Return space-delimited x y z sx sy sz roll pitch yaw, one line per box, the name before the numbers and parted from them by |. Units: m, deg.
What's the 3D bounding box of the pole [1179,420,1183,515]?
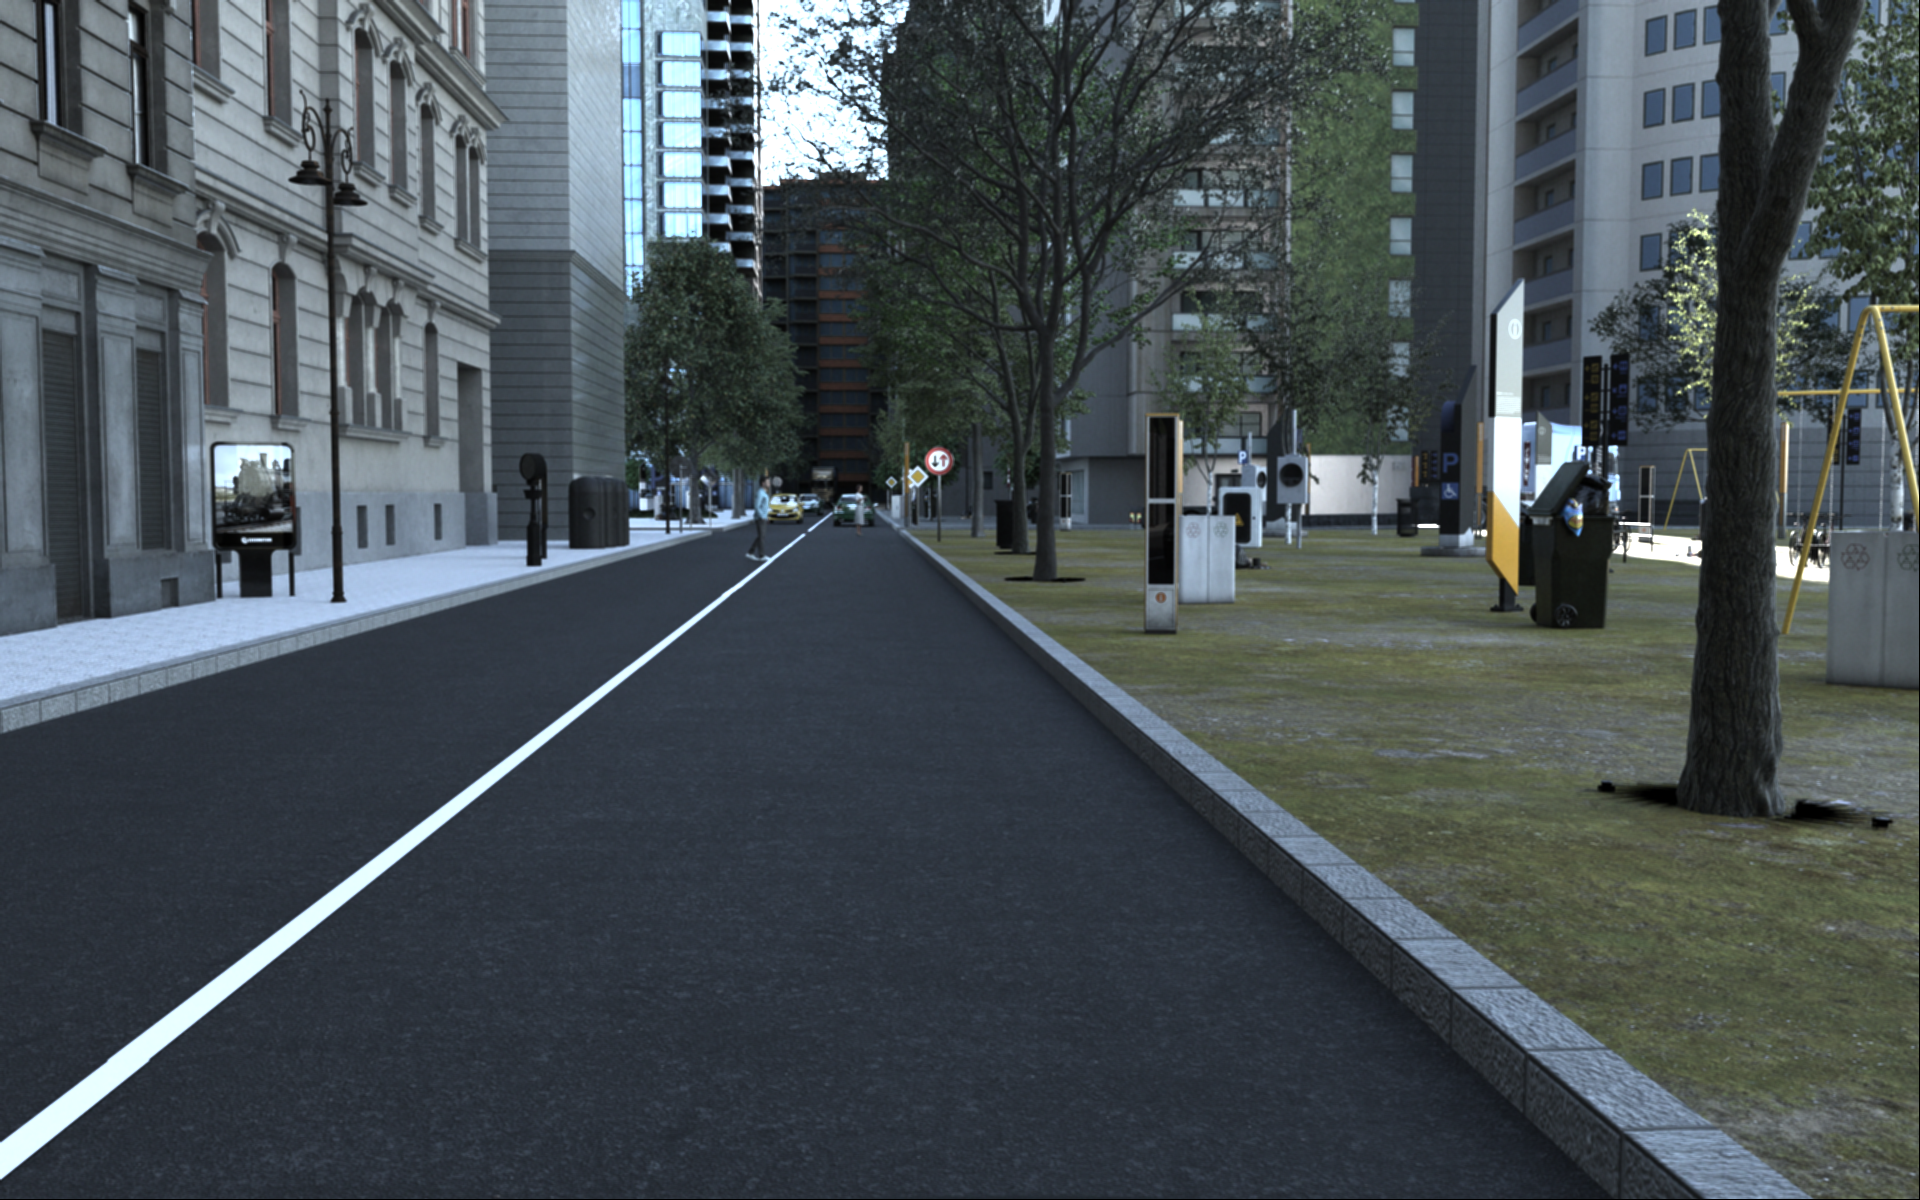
pole | 6.070 -3.314 48.021 0.158 3.312 0.155 0 3 0

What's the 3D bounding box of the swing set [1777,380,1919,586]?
swing set | 13.569 -1.732 25.940 3.119 2.851 2.862 2 4 25

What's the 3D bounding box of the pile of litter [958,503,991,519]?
pile of litter | 0.778 -4.672 90.360 1.719 0.858 1.176 0 4 5

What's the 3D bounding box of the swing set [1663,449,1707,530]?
swing set | 26.421 -3.819 60.069 3.119 2.851 2.862 -1 4 -8

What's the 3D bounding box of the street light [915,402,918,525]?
street light | -1.797 -6.025 71.302 0.468 5.910 1.993 0 4 -3

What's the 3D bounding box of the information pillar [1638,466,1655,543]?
information pillar | 18.041 -2.510 45.523 0.304 2.012 0.304 3 4 38

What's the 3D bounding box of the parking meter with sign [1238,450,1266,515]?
parking meter with sign | 12.018 -4.496 69.767 1.738 3.016 0.543 -2 4 -34

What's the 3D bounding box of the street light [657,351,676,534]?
street light | -9.468 -5.088 55.973 0.468 5.910 1.993 0 4 -3

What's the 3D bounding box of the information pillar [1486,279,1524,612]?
information pillar | 5.925 -1.679 18.813 0.504 3.616 0.183 -3 4 -36

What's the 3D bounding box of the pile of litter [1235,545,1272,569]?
pile of litter | 4.632 -0.998 30.276 1.176 0.858 1.719 -2 4 -34

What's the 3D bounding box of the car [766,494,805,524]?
car | -8.538 -4.532 84.325 2.015 1.641 3.980 0 4 -3

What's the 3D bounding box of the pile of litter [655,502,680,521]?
pile of litter | -14.358 -4.305 84.347 1.719 0.858 1.176 1 4 12

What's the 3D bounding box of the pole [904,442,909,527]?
pole | -2.086 -4.537 68.028 0.158 3.312 0.155 0 3 0

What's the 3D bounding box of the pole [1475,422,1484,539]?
pole | 14.773 -3.390 49.276 0.158 3.312 0.155 0 3 0

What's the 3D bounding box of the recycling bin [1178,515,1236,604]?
recycling bin | 2.800 -0.488 20.526 0.722 1.027 0.722 -1 4 -14

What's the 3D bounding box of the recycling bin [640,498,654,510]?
recycling bin | -18.977 -5.673 105.314 0.722 1.027 0.722 3 5 42

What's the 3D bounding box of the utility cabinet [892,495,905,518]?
utility cabinet | -3.302 -4.957 92.213 0.306 1.237 1.020 -2 4 -28

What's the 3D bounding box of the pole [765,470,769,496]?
pole | -12.680 -7.336 113.783 0.158 3.312 0.155 0 3 0

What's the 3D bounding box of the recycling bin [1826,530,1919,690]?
recycling bin | 6.352 0.052 11.701 0.722 1.027 0.722 3 5 43

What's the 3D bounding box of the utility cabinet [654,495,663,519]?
utility cabinet | -15.557 -4.781 89.336 0.306 1.237 1.020 0 4 0

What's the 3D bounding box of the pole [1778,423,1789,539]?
pole | 23.547 -3.405 49.523 0.158 3.312 0.155 0 3 0

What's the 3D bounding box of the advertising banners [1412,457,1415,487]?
advertising banners | 21.768 -5.187 80.998 2.074 3.025 0.090 1 4 15

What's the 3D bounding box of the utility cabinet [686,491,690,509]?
utility cabinet | -17.344 -6.344 112.410 0.318 1.500 1.173 2 4 24

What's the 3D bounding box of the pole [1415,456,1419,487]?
pole | 24.462 -6.051 92.773 0.158 3.312 0.155 0 3 0

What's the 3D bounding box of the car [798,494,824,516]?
car | -10.082 -6.332 115.326 2.131 1.459 4.920 0 4 -2

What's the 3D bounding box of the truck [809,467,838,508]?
truck | -14.267 -11.823 182.226 2.839 4.237 11.283 0 4 -2

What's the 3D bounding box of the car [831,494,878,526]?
car | -4.764 -4.059 78.160 2.131 1.459 4.920 0 4 -2

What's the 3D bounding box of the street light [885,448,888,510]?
street light | -6.074 -10.402 142.865 0.468 5.910 1.993 0 4 -3

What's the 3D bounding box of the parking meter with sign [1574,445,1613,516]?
parking meter with sign | 22.263 -3.947 60.786 0.543 3.016 1.738 -1 4 -14

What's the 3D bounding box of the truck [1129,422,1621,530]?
truck | 15.799 -4.577 64.588 18.799 4.110 2.967 0 4 -5

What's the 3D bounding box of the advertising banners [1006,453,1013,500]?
advertising banners | 2.312 -4.785 74.419 0.090 3.025 2.074 1 4 20

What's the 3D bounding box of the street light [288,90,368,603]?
street light | -7.382 -2.912 20.392 0.468 5.910 1.993 0 4 -3

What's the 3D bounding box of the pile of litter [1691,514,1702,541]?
pile of litter | 20.705 -2.049 47.463 1.176 0.858 1.719 -1 4 -9

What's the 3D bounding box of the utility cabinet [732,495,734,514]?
utility cabinet | -13.156 -5.589 102.540 0.306 1.237 1.020 1 4 19

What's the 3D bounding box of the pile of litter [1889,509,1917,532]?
pile of litter | 27.154 -2.188 49.731 1.176 0.858 1.719 -1 4 -21

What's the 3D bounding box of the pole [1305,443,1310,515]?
pole | 13.926 -4.619 69.356 0.158 3.312 0.155 0 3 0

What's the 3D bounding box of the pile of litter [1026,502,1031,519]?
pile of litter | 3.277 -4.693 90.689 1.719 0.858 1.176 -3 5 -40

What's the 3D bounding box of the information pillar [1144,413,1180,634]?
information pillar | 1.857 -0.699 15.926 0.304 2.012 0.304 1 4 8

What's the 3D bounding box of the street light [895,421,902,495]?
street light | -3.827 -8.229 107.333 0.468 5.910 1.993 0 4 -3

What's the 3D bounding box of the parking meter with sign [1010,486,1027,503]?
parking meter with sign | 3.040 -5.939 93.355 0.543 3.016 1.738 3 5 42

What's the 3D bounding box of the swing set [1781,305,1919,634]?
swing set | 9.063 -1.025 14.377 3.119 2.851 2.862 0 4 1
